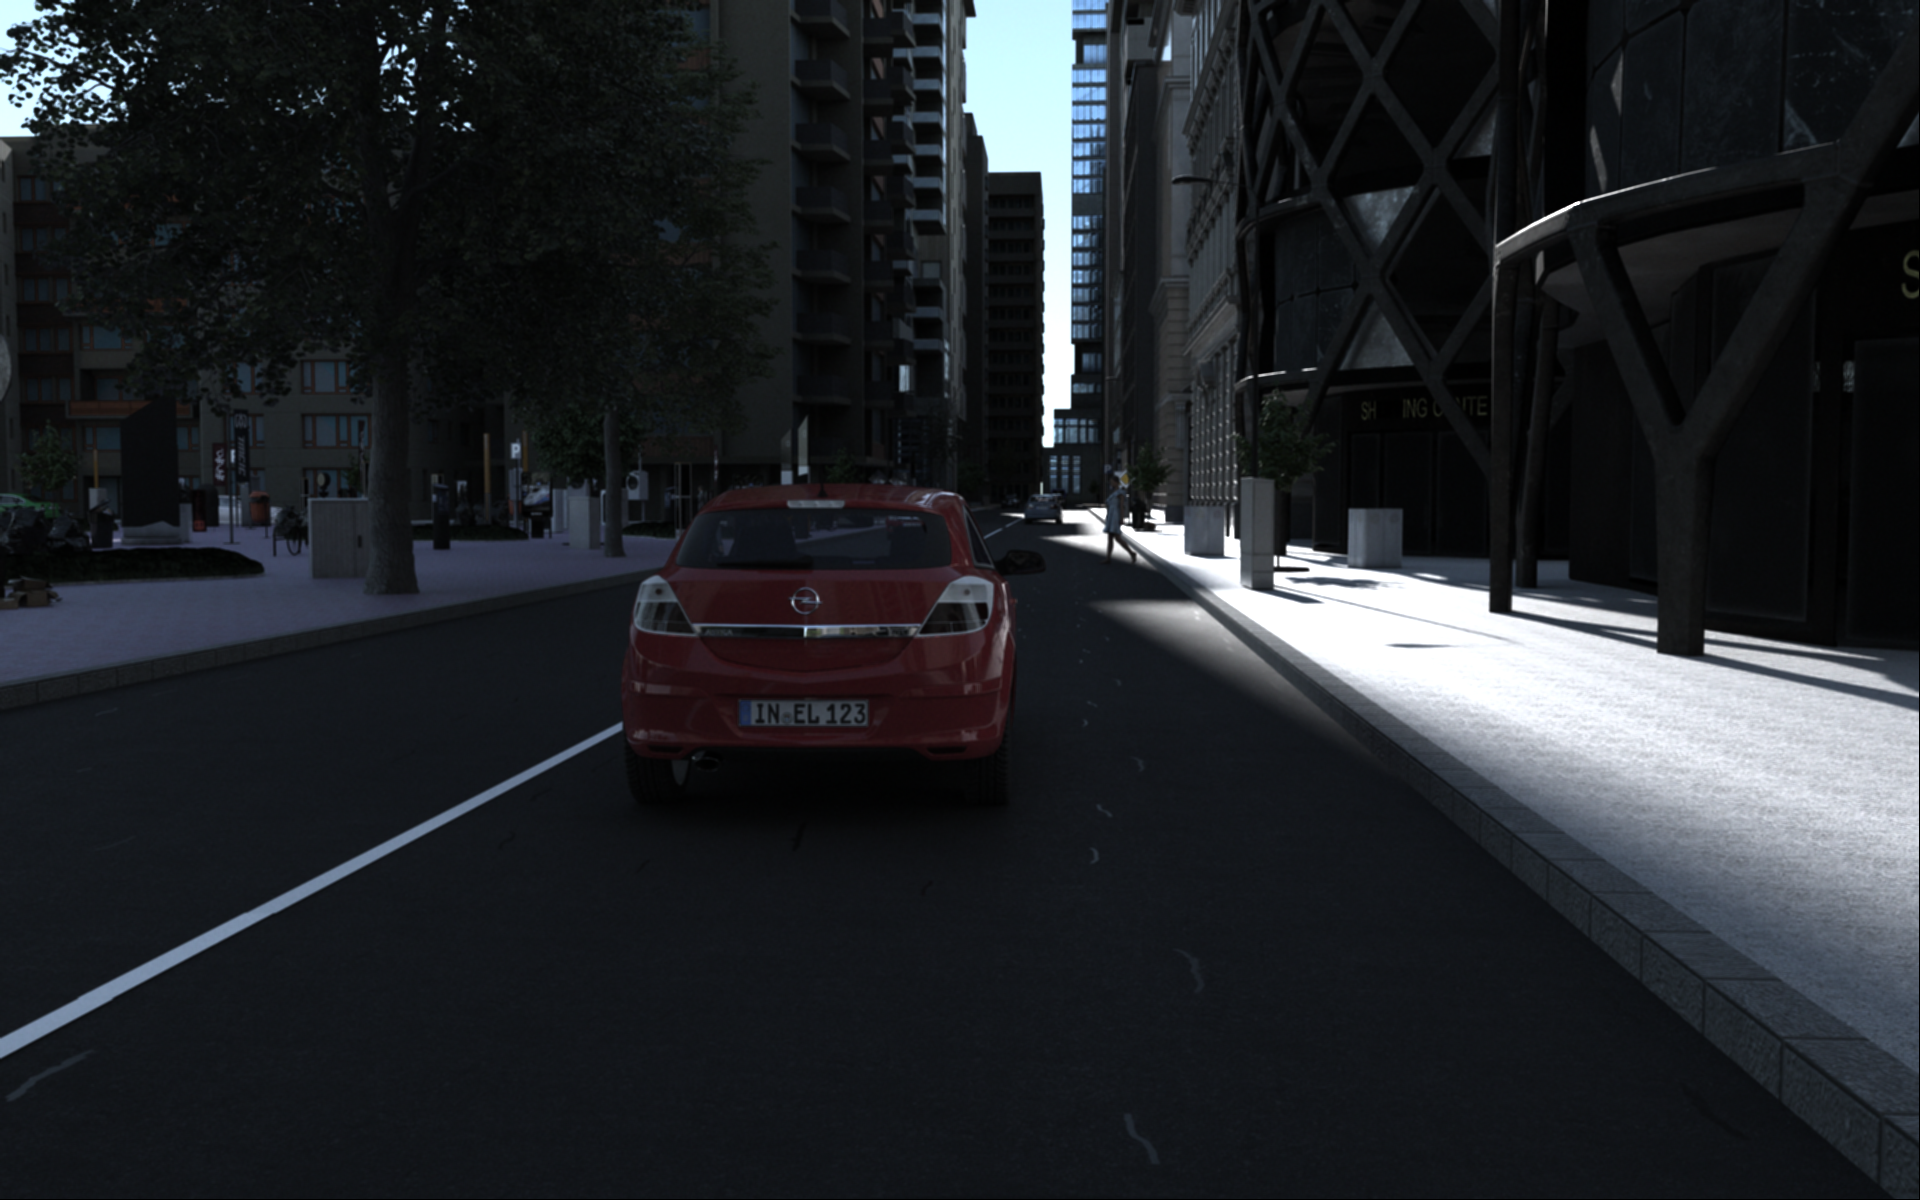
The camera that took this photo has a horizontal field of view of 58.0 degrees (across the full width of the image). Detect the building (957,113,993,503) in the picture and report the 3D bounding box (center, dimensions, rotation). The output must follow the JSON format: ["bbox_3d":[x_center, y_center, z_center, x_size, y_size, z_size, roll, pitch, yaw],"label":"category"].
[{"bbox_3d":[-7.449,-36.329,217.680,21.600,48.544,21.300,0,4,4],"label":"building"}]

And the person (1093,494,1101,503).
[{"bbox_3d":[18.504,-13.646,232.428,1.217,1.723,0.721,1,4,13],"label":"person"}]

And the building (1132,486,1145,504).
[{"bbox_3d":[17.414,-15.867,124.059,10.561,19.102,19.286,0,4,4],"label":"building"}]

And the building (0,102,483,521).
[{"bbox_3d":[-40.170,-15.252,94.407,28.899,21.520,27.650,0,4,4],"label":"building"}]

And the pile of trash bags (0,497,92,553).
[{"bbox_3d":[-16.990,-1.258,30.316,1.912,1.369,3.447,1,4,14],"label":"pile of trash bags"}]

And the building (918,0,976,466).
[{"bbox_3d":[-13.396,-35.327,166.838,28.713,52.752,27.495,0,4,4],"label":"building"}]

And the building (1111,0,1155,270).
[{"bbox_3d":[29.288,-35.449,168.831,28.713,52.752,27.495,0,4,4],"label":"building"}]

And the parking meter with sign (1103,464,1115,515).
[{"bbox_3d":[8.758,-6.389,100.724,0.543,3.016,1.738,0,4,-8],"label":"parking meter with sign"}]

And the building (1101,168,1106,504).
[{"bbox_3d":[24.937,-32.757,219.166,14.154,41.232,14.086,0,4,4],"label":"building"}]

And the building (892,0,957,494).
[{"bbox_3d":[-11.032,-49.934,129.096,22.319,86.520,31.000,0,4,4],"label":"building"}]

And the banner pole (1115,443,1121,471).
[{"bbox_3d":[7.697,-5.783,84.571,0.401,3.779,0.863,-1,4,-20],"label":"banner pole"}]

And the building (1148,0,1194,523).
[{"bbox_3d":[19.304,-18.152,82.682,20.117,28.700,13.634,0,4,4],"label":"building"}]

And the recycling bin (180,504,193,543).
[{"bbox_3d":[-20.641,-2.021,45.596,0.722,1.027,0.722,-1,4,-16],"label":"recycling bin"}]

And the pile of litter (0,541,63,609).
[{"bbox_3d":[-10.937,-0.365,19.932,1.176,0.858,1.719,1,4,11],"label":"pile of litter"}]

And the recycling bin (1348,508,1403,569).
[{"bbox_3d":[7.213,-1.073,30.099,0.722,1.027,0.722,-1,4,-11],"label":"recycling bin"}]

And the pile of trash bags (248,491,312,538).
[{"bbox_3d":[-19.846,-2.581,51.953,1.912,1.369,3.447,2,4,27],"label":"pile of trash bags"}]

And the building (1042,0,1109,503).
[{"bbox_3d":[27.465,-57.050,245.441,31.000,86.520,22.319,0,4,4],"label":"building"}]

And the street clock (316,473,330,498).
[{"bbox_3d":[-21.545,-3.308,58.649,0.471,2.002,0.358,2,4,32],"label":"street clock"}]

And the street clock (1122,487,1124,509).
[{"bbox_3d":[7.452,-4.604,79.845,0.358,2.002,0.471,-1,4,-15],"label":"street clock"}]

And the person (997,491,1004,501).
[{"bbox_3d":[5.694,-13.851,234.599,1.348,1.869,0.705,2,4,25],"label":"person"}]

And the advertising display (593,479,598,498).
[{"bbox_3d":[-13.698,-3.574,63.641,0.123,1.923,0.974,3,4,36],"label":"advertising display"}]

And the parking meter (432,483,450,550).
[{"bbox_3d":[-12.043,-1.944,40.200,0.372,1.533,0.369,0,3,0],"label":"parking meter"}]

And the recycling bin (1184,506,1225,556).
[{"bbox_3d":[5.115,-1.451,36.280,0.722,1.027,0.722,0,4,-5],"label":"recycling bin"}]

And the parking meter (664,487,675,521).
[{"bbox_3d":[-9.850,-3.086,58.865,0.372,1.533,0.369,0,3,0],"label":"parking meter"}]

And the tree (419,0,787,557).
[{"bbox_3d":[-7.510,-7.152,35.065,7.486,12.596,7.792,0,3,0],"label":"tree"}]

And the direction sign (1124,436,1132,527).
[{"bbox_3d":[6.647,-4.644,67.933,0.379,3.537,0.876,1,4,15],"label":"direction sign"}]

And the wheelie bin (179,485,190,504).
[{"bbox_3d":[-27.514,-3.246,60.975,0.693,1.594,0.980,-3,5,-42],"label":"wheelie bin"}]

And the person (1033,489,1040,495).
[{"bbox_3d":[5.631,-7.313,128.266,0.606,1.804,0.583,-1,4,-14],"label":"person"}]

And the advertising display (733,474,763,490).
[{"bbox_3d":[-6.763,-3.065,55.324,0.974,1.923,0.123,-2,4,-24],"label":"advertising display"}]

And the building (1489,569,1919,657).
[{"bbox_3d":[13.782,-9.136,16.820,16.820,18.784,16.811,0,4,4],"label":"building"}]

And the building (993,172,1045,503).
[{"bbox_3d":[1.185,-38.168,247.748,21.600,48.544,21.300,0,4,4],"label":"building"}]

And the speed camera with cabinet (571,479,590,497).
[{"bbox_3d":[-24.862,-7.307,113.798,2.038,3.252,0.660,1,4,22],"label":"speed camera with cabinet"}]

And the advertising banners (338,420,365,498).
[{"bbox_3d":[-14.115,-2.697,40.285,0.090,3.025,2.074,0,4,-2],"label":"advertising banners"}]

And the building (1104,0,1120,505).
[{"bbox_3d":[27.041,-40.040,196.652,21.231,58.520,28.212,0,4,4],"label":"building"}]

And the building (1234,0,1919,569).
[{"bbox_3d":[14.683,-10.503,39.171,16.820,18.784,16.811,0,4,4],"label":"building"}]

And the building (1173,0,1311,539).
[{"bbox_3d":[13.151,-13.983,57.502,11.050,23.489,19.941,0,4,4],"label":"building"}]

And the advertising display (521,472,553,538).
[{"bbox_3d":[-12.273,-2.755,50.259,0.974,1.923,0.123,1,4,17],"label":"advertising display"}]

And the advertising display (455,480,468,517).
[{"bbox_3d":[-22.646,-4.492,78.657,0.123,1.923,0.974,1,4,12],"label":"advertising display"}]

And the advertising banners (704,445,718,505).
[{"bbox_3d":[-8.930,-4.034,62.138,0.090,3.025,2.074,-1,4,-21],"label":"advertising banners"}]

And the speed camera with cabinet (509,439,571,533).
[{"bbox_3d":[-15.122,-4.151,62.197,2.038,3.252,0.660,-1,4,-13],"label":"speed camera with cabinet"}]

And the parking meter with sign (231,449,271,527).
[{"bbox_3d":[-27.789,-4.382,67.900,0.543,3.016,1.738,1,4,18],"label":"parking meter with sign"}]

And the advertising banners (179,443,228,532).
[{"bbox_3d":[-25.952,-3.836,58.901,2.074,3.025,0.090,-2,4,-23],"label":"advertising banners"}]

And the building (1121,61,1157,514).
[{"bbox_3d":[17.022,-18.878,102.166,14.314,27.812,24.014,0,4,4],"label":"building"}]

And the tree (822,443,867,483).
[{"bbox_3d":[-4.222,-4.293,64.789,1.663,3.219,1.824,0,3,0],"label":"tree"}]

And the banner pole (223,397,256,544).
[{"bbox_3d":[-18.688,-3.349,44.780,0.401,3.779,0.863,2,4,26],"label":"banner pole"}]

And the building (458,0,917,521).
[{"bbox_3d":[-14.020,-26.789,92.620,22.147,44.769,28.867,0,4,4],"label":"building"}]

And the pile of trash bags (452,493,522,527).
[{"bbox_3d":[-18.243,-3.538,67.598,3.447,1.369,1.912,3,4,37],"label":"pile of trash bags"}]

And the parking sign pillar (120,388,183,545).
[{"bbox_3d":[-20.493,-3.385,43.821,1.447,3.967,1.447,-1,4,-21],"label":"parking sign pillar"}]

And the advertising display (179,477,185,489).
[{"bbox_3d":[-28.818,-3.593,63.959,0.123,1.923,0.974,0,4,-6],"label":"advertising display"}]

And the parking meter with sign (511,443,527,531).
[{"bbox_3d":[-14.582,-3.874,59.606,0.543,3.016,1.738,2,4,35],"label":"parking meter with sign"}]

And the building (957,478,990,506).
[{"bbox_3d":[-13.071,-30.653,193.061,32.217,40.220,23.993,0,4,4],"label":"building"}]

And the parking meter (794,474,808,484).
[{"bbox_3d":[-4.546,-2.671,49.387,0.399,1.863,0.255,0,4,8],"label":"parking meter"}]

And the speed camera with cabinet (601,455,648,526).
[{"bbox_3d":[-13.367,-4.562,68.927,2.038,3.252,0.660,2,4,31],"label":"speed camera with cabinet"}]

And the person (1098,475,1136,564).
[{"bbox_3d":[3.218,-1.646,35.500,0.778,1.811,0.616,0,4,-5],"label":"person"}]

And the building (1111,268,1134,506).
[{"bbox_3d":[17.525,-17.959,142.772,9.793,20.994,18.267,0,4,4],"label":"building"}]

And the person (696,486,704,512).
[{"bbox_3d":[-11.208,-3.993,74.054,0.573,1.790,0.520,-1,4,-11],"label":"person"}]
